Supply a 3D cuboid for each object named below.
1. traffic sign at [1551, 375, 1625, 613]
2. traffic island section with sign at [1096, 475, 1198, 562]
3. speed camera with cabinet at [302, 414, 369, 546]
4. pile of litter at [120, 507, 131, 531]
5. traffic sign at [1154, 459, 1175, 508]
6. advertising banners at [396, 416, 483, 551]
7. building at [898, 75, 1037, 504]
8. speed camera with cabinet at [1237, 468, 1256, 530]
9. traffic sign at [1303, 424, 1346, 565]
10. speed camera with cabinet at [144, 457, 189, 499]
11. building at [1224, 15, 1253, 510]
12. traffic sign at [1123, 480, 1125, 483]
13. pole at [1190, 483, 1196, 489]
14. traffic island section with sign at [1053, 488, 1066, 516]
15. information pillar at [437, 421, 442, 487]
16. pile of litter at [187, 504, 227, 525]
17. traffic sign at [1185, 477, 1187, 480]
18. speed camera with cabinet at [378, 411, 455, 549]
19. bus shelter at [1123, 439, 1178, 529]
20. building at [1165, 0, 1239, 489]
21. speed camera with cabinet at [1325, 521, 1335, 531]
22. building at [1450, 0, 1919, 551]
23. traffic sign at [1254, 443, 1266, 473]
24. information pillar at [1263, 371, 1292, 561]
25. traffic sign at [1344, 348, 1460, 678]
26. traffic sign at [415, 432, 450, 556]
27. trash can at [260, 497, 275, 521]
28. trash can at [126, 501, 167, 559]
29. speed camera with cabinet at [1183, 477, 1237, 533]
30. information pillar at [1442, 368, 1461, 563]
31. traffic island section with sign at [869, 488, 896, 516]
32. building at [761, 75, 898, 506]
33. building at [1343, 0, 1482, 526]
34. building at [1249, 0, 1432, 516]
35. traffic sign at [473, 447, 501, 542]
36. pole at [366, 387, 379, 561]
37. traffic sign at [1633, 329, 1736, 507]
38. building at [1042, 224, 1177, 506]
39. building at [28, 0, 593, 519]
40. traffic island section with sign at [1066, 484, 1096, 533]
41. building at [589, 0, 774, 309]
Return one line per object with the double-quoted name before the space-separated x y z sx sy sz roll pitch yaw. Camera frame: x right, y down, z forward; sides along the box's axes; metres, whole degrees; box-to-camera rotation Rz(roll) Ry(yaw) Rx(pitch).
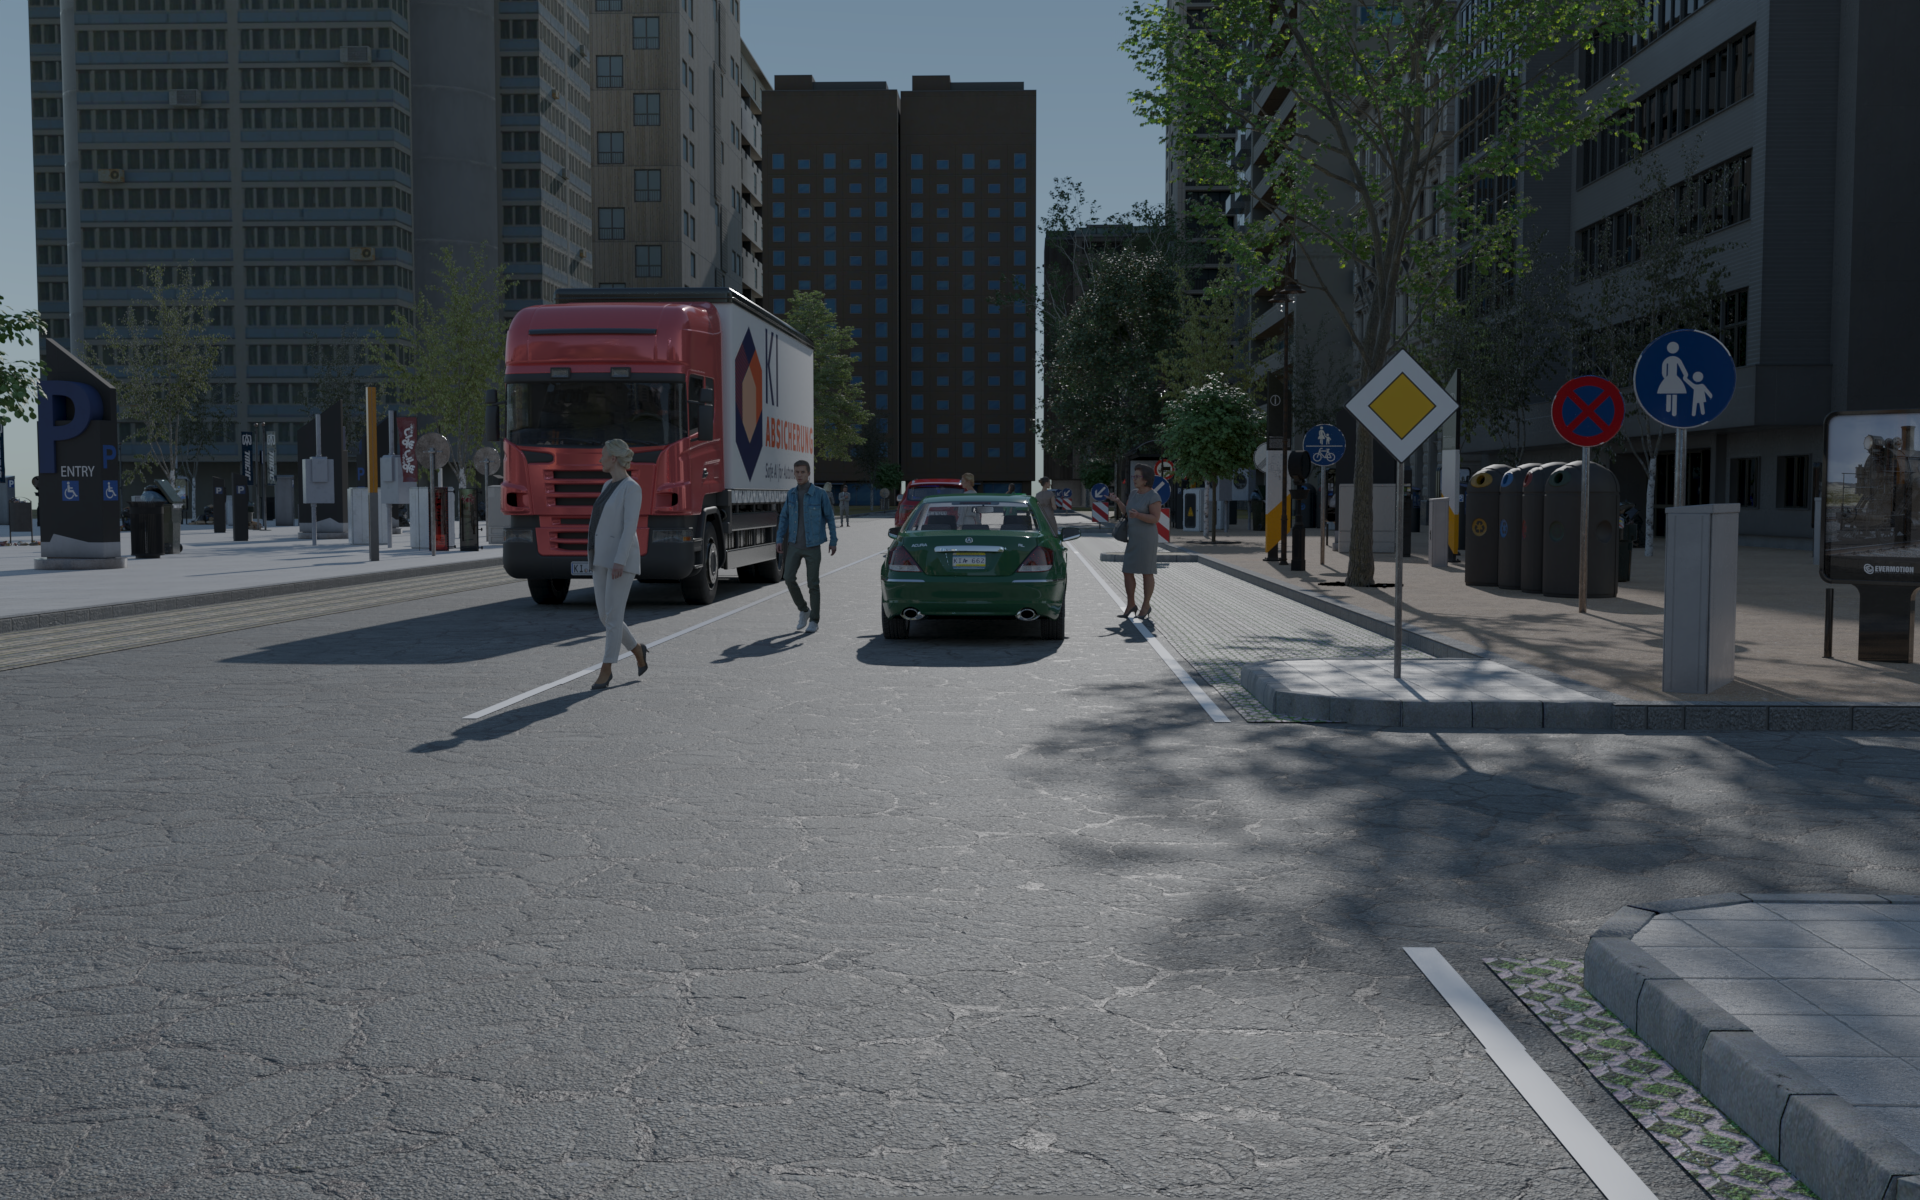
"traffic sign" 6.734 -1.134 18.654 0.768 2.556 0.104 0 4 7
"traffic island section with sign" 4.018 -1.744 37.143 1.989 1.847 2.006 0 4 2
"speed camera with cabinet" -15.405 -3.009 43.537 2.038 3.252 0.660 -2 4 -28
"pile of litter" -29.001 -2.807 59.863 1.176 0.858 1.719 2 4 30
"traffic sign" 7.414 -3.835 62.815 0.768 2.556 0.104 1 4 10
"advertising banners" -11.709 -2.614 38.926 2.074 3.025 0.090 1 4 13
"building" 1.132 -32.939 188.666 14.200 45.320 14.600 0 4 2
"speed camera with cabinet" 9.578 -4.149 62.172 2.038 3.252 0.660 3 4 38
"traffic sign" 6.603 -1.919 31.475 0.768 2.556 0.104 0 4 7
"speed camera with cabinet" -39.418 -5.606 85.989 0.660 3.252 2.038 3 4 36
"building" 32.848 -31.546 135.386 23.786 49.044 30.456 0 4 2
"traffic sign" 8.592 -5.309 86.804 0.884 2.594 0.081 1 4 8
"pole" 8.268 -4.134 61.433 0.158 3.312 0.155 0 3 0
"traffic island section with sign" 6.924 -6.451 114.099 1.989 1.847 2.006 0 4 2
"information pillar" -16.708 -3.933 55.667 0.183 3.616 0.504 -1 4 -11
"pile of litter" -31.448 -3.573 72.387 1.719 0.858 1.176 1 4 19
"traffic sign" 9.229 -4.431 72.554 0.768 2.556 0.104 0 4 8
"speed camera with cabinet" -12.807 -2.846 40.871 2.038 3.252 0.660 2 4 35
"bus shelter" 7.446 -4.462 66.872 2.014 3.302 5.546 0 4 2
"building" 33.531 -45.975 189.942 20.611 71.187 20.563 0 4 2
"speed camera with cabinet" 13.230 -4.063 60.765 0.660 3.252 2.038 0 4 -5
"building" 25.078 -14.204 51.304 14.314 24.678 30.058 0 4 2
"traffic sign" 7.590 -2.595 42.541 0.768 2.556 0.104 1 4 11
"information pillar" 6.056 -2.547 32.995 0.504 3.616 0.183 -1 4 -12
"traffic sign" 3.044 -0.511 12.004 0.795 2.450 0.064 0 4 2
"traffic sign" -10.894 -2.181 35.771 0.768 2.556 0.104 0 4 8
"trash can" -33.401 -4.400 83.585 0.748 1.137 0.748 0 3 0
"trash can" -16.194 -1.398 34.505 0.748 1.137 0.748 0 3 0
"speed camera with cabinet" 8.332 -3.917 58.376 0.660 3.252 2.038 -2 4 -28
"information pillar" 9.221 -2.518 32.520 0.183 3.616 0.504 -1 4 -15
"traffic island section with sign" -4.934 -6.470 114.405 1.989 1.847 2.006 0 4 2
"building" -13.364 -32.928 188.478 14.200 45.320 14.600 0 4 2
"building" 24.023 -15.136 76.351 11.050 23.489 19.941 0 4 2
"building" 30.482 -29.712 109.493 21.300 48.544 21.600 0 4 2
"traffic sign" -12.733 -2.844 46.611 0.768 2.556 0.104 1 4 9
"pole" -11.230 -2.401 33.107 0.158 3.312 0.155 0 3 0
"traffic sign" 5.600 -0.818 13.474 0.768 2.556 0.104 0 4 6
"building" 16.025 -25.484 188.362 14.107 30.474 14.160 0 4 2
"building" -34.929 -24.972 100.179 32.217 40.220 23.993 0 4 2
"traffic island section with sign" 5.043 -3.391 64.079 1.989 1.847 2.006 0 4 2
"building" -34.488 -37.148 196.615 27.495 52.752 28.713 0 4 2
